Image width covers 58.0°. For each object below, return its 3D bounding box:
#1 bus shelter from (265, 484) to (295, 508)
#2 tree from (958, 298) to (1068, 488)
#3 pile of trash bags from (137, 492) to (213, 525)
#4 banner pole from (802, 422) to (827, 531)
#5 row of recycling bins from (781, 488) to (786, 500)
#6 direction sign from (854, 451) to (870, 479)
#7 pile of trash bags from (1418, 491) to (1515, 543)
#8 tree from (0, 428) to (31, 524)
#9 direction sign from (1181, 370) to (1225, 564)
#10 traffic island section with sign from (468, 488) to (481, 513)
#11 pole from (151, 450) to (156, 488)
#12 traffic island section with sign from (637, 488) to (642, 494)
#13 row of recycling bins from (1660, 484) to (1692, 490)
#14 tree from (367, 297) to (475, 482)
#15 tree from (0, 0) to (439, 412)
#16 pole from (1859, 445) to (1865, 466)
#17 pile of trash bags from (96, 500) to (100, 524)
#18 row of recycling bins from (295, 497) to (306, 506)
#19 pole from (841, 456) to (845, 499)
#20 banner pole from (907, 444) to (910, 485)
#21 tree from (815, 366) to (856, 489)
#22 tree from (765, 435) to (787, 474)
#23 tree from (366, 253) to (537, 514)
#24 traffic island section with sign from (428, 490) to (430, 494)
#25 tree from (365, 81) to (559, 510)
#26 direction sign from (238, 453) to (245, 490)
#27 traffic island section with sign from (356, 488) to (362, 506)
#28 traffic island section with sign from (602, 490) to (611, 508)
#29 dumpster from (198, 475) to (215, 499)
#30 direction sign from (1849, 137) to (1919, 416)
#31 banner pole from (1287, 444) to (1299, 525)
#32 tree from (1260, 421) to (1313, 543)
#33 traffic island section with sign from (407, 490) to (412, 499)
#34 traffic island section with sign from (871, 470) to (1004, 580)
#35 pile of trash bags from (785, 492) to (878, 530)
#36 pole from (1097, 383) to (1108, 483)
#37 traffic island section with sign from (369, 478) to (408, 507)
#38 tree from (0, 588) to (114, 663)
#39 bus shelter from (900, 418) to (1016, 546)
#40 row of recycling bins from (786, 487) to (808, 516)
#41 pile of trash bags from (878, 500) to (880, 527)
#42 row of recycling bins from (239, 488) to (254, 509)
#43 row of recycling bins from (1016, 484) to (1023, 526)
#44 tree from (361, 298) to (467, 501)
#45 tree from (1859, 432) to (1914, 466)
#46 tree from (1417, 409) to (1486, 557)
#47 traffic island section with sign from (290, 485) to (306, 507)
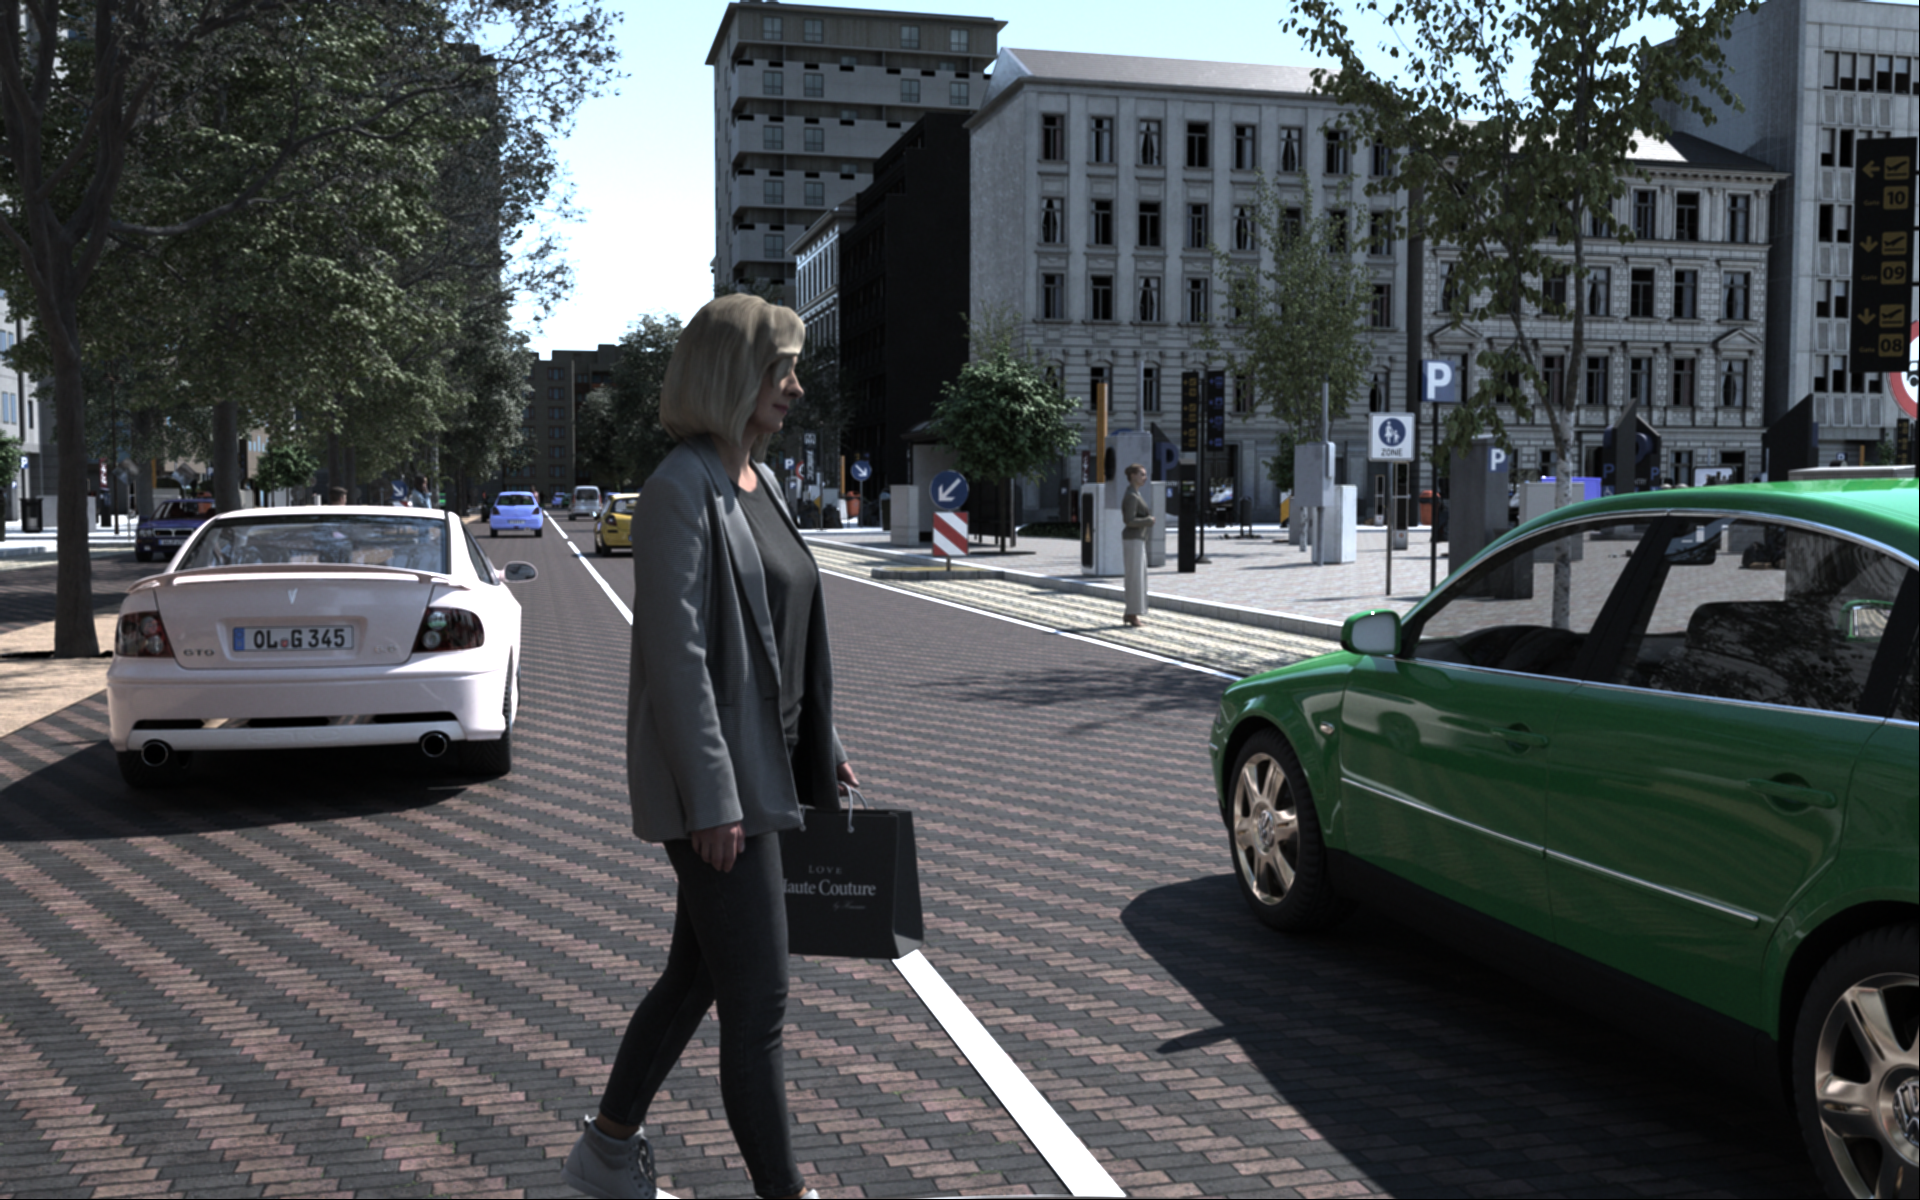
[{"bbox_3d":[-38.599,-6.434,99.125,2.014,3.302,5.546,-1,4,-14],"label":"bus shelter"},{"bbox_3d":[1.741,-7.021,65.155,4.737,8.622,4.395,0,3,0],"label":"tree"},{"bbox_3d":[-30.823,-3.590,68.452,3.447,1.369,1.912,2,4,26],"label":"pile of trash bags"},{"bbox_3d":[-5.031,-4.279,59.985,0.863,3.779,0.401,-1,4,-18],"label":"banner pole"},{"bbox_3d":[-12.630,-7.009,121.702,1.069,1.692,3.534,1,4,9],"label":"row of recycling bins"},{"bbox_3d":[-5.218,-6.117,92.006,0.876,3.537,0.379,-2,4,-25],"label":"direction sign"},{"bbox_3d":[13.436,-2.242,46.408,3.447,1.369,1.912,-3,5,-40],"label":"pile of trash bags"},{"bbox_3d":[-41.627,-5.531,74.139,4.285,4.588,4.351,0,3,0],"label":"tree"},{"bbox_3d":[4.477,-2.446,31.982,0.876,3.537,0.379,3,4,36],"label":"direction sign"},{"bbox_3d":[-36.247,-7.395,129.041,2.006,1.907,1.989,-1,4,-14],"label":"traffic island section with sign"},{"bbox_3d":[-33.064,-4.723,71.061,0.158,3.312,0.155,0,3,0],"label":"pole"},{"bbox_3d":[-20.175,-6.143,109.073,1.989,1.847,2.006,-1,4,-14],"label":"traffic island section with sign"},{"bbox_3d":[29.037,-3.891,70.731,1.069,1.692,3.534,-1,4,-23],"label":"row of recycling bins"},{"bbox_3d":[-19.523,-6.701,62.374,4.360,8.622,3.978,0,3,0],"label":"tree"},{"bbox_3d":[-10.386,-6.332,24.111,7.486,12.596,7.792,0,3,0],"label":"tree"},{"bbox_3d":[37.699,-4.809,72.468,0.158,3.312,0.155,0,3,0],"label":"pole"},{"bbox_3d":[-38.059,-3.958,74.460,1.912,1.369,3.447,-2,4,-27],"label":"pile of trash bags"},{"bbox_3d":[-46.879,-7.043,122.266,1.069,1.692,3.534,-1,4,-15],"label":"row of recycling bins"},{"bbox_3d":[-6.236,-6.006,92.040,0.158,3.312,0.155,0,3,0],"label":"pole"},{"bbox_3d":[-2.455,-5.828,85.304,0.401,3.779,0.863,0,4,3],"label":"banner pole"},{"bbox_3d":[-7.470,-8.866,95.322,4.360,8.622,3.978,0,3,0],"label":"tree"},{"bbox_3d":[-14.876,-10.842,127.632,4.737,8.622,4.395,0,3,0],"label":"tree"},{"bbox_3d":[-26.279,-10.990,88.802,9.857,13.997,8.962,0,3,0],"label":"tree"},{"bbox_3d":[-55.296,-10.494,180.210,1.989,1.847,2.006,-1,4,-14],"label":"traffic island section with sign"},{"bbox_3d":[-24.634,-13.351,76.641,12.611,20.169,13.585,0,3,0],"label":"tree"},{"bbox_3d":[-39.294,-6.285,94.763,0.379,3.537,0.876,-3,5,-42],"label":"direction sign"},{"bbox_3d":[-36.847,-5.944,105.815,1.989,1.847,2.006,-1,4,-14],"label":"traffic island section with sign"},{"bbox_3d":[-32.249,-9.123,157.796,1.989,1.847,2.006,-1,4,-14],"label":"traffic island section with sign"},{"bbox_3d":[-37.514,-5.167,86.969,1.502,2.255,1.985,-1,4,-14],"label":"dumpster"},{"bbox_3d":[6.151,-1.166,11.062,0.876,3.537,0.379,1,4,12],"label":"direction sign"},{"bbox_3d":[13.899,-5.019,72.084,0.401,3.779,0.863,3,5,41],"label":"banner pole"},{"bbox_3d":[8.831,-3.136,45.877,1.663,3.219,1.824,0,3,0],"label":"tree"},{"bbox_3d":[-48.800,-8.894,154.046,1.989,1.847,2.006,-1,4,-14],"label":"traffic island section with sign"},{"bbox_3d":[-0.460,-1.278,29.517,1.989,1.847,2.006,-1,4,-14],"label":"traffic island section with sign"},{"bbox_3d":[-5.042,-3.315,63.956,3.447,1.369,1.912,-3,5,-44],"label":"pile of trash bags"},{"bbox_3d":[2.620,-2.332,31.978,0.158,3.312,0.155,0,3,0],"label":"pole"},{"bbox_3d":[-18.157,-2.934,56.104,2.006,1.907,1.989,-1,4,-14],"label":"traffic island section with sign"},{"bbox_3d":[-7.672,-6.226,14.627,12.009,13.543,11.850,0,3,0],"label":"tree"},{"bbox_3d":[0.019,-3.092,44.477,2.014,3.302,5.546,-1,4,-14],"label":"bus shelter"},{"bbox_3d":[-8.937,-5.940,104.225,1.069,1.692,3.534,2,4,27],"label":"row of recycling bins"},{"bbox_3d":[-2.322,-3.624,69.007,3.447,1.369,1.912,-1,4,-13],"label":"pile of trash bags"},{"bbox_3d":[-48.510,-6.561,114.383,3.534,1.692,1.069,-1,4,-12],"label":"row of recycling bins"},{"bbox_3d":[1.177,-3.879,70.536,3.534,1.692,1.069,3,5,45],"label":"row of recycling bins"},{"bbox_3d":[-18.587,-6.422,57.825,4.737,8.622,4.395,0,3,0],"label":"tree"},{"bbox_3d":[28.888,-3.637,54.069,1.663,3.219,1.824,0,3,0],"label":"tree"},{"bbox_3d":[10.492,-2.498,35.441,1.663,3.219,1.824,0,3,0],"label":"tree"},{"bbox_3d":[-30.258,-4.318,79.227,1.989,1.847,2.006,-1,4,-14],"label":"traffic island section with sign"}]
